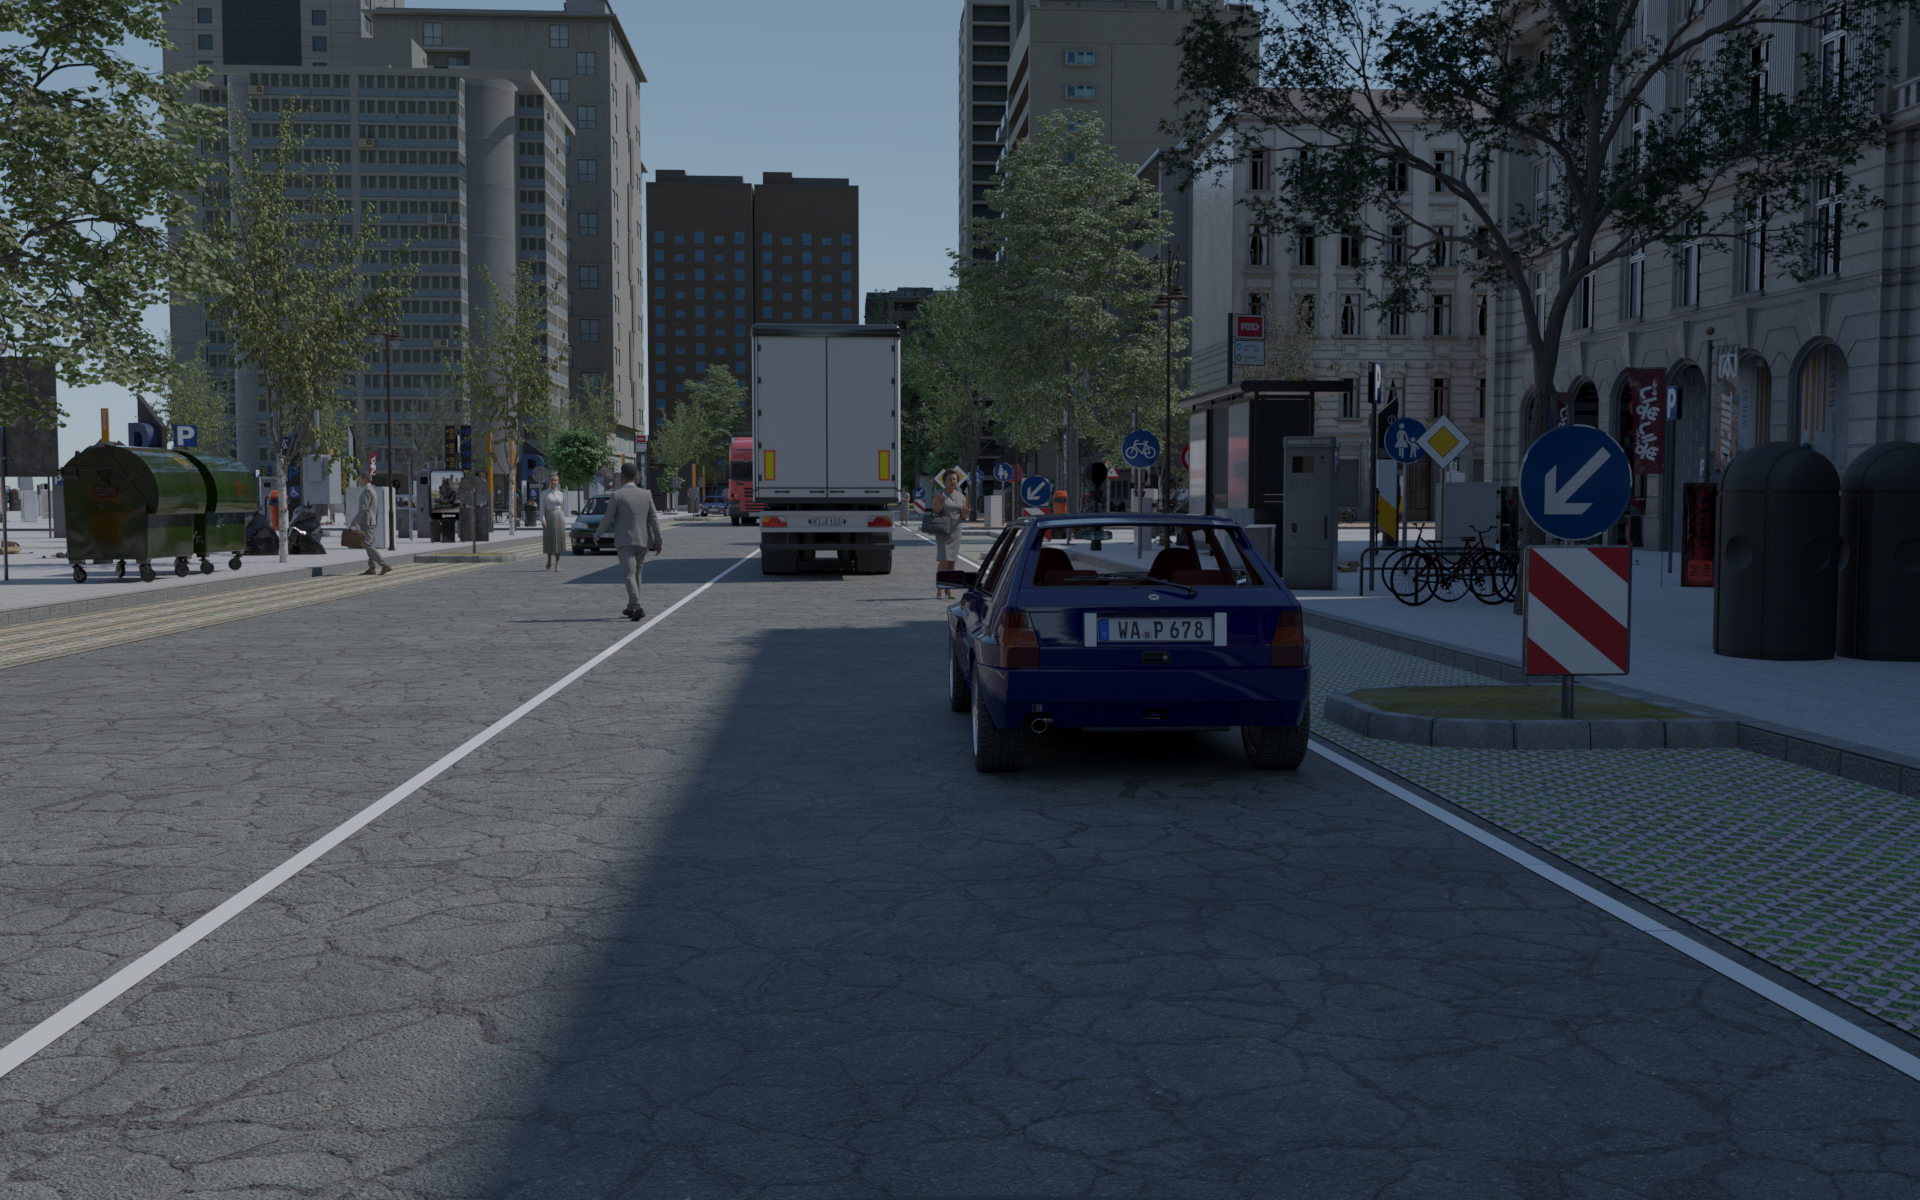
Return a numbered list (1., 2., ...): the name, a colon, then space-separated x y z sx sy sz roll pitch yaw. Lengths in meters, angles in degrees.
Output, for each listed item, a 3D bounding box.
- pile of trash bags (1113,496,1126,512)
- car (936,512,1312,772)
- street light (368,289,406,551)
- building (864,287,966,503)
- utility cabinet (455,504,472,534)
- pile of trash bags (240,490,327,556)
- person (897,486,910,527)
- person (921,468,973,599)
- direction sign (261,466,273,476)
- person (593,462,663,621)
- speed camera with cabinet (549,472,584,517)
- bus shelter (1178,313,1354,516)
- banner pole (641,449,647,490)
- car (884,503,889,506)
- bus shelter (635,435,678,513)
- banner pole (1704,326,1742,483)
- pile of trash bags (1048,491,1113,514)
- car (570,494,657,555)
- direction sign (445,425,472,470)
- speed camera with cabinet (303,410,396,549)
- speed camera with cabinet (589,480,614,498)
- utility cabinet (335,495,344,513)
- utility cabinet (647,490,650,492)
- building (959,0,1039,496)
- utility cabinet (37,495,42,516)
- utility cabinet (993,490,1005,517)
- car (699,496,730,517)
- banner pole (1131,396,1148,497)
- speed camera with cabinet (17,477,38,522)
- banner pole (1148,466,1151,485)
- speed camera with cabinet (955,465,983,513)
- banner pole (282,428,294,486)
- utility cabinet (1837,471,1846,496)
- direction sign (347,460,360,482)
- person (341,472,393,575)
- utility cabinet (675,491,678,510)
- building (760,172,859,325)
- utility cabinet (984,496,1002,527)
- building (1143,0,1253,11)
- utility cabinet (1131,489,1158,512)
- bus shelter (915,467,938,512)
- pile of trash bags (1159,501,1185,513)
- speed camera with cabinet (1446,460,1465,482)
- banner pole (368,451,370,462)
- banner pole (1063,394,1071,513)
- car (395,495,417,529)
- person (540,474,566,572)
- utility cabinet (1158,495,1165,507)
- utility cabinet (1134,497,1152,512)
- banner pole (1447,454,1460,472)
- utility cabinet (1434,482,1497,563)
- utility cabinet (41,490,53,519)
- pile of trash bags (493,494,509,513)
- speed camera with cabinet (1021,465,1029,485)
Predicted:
1. pile of trash bags: 8.146 -5.501 99.688 1.912 1.369 3.447 -2 4 -30
2. car: 0.849 0.139 10.300 1.945 1.354 3.894 0 4 -3
3. street light: -12.892 -4.057 39.116 0.468 5.910 1.993 0 4 -4
4. building: -6.466 -28.952 245.067 14.107 30.474 14.160 0 4 -4
5. utility cabinet: -15.941 -2.757 56.238 1.020 1.237 0.306 0 4 -2
6. pile of trash bags: -14.826 -1.705 37.635 1.912 1.369 3.447 -1 4 -22
7. person: -2.554 -4.115 76.139 0.532 1.782 0.716 -3 5 -42
8. person: -0.186 -0.901 23.587 0.716 1.782 0.532 -2 4 -29
9. direction sign: -55.699 -9.003 139.196 0.876 3.537 0.379 -1 4 -18
10. person: -3.755 -0.671 19.753 0.678 1.792 0.850 -2 4 -35
11. speed camera with cabinet: -22.325 -6.325 97.745 2.038 3.252 0.660 -2 4 -34
12. bus shelter: 5.913 -3.578 36.137 2.179 5.291 8.768 0 4 -4
13. banner pole: -17.601 -6.520 96.614 0.401 3.779 0.863 -3 4 -36
14. car: -4.125 -3.834 74.491 2.131 1.459 4.920 0 4 -3
15. bus shelter: -21.107 -8.728 120.342 2.179 5.291 8.768 0 4 -4
16. banner pole: 11.274 -2.186 25.762 0.401 3.779 0.863 -1 4 -17
17. pile of trash bags: 3.090 -2.404 49.063 1.912 1.369 3.447 1 4 12
18. car: -8.372 -1.981 42.178 2.009 1.686 4.222 0 4 -3
19. direction sign: -16.512 -3.979 57.058 0.876 3.537 0.379 0 4 3
20. speed camera with cabinet: -14.358 -2.837 40.726 2.038 3.252 0.660 1 4 9
21. speed camera with cabinet: -19.459 -6.179 95.367 2.038 3.252 0.660 2 4 29
22. utility cabinet: -42.050 -6.526 117.854 1.020 1.237 0.306 1 4 17
23. utility cabinet: -18.148 -5.466 98.053 1.173 1.500 0.318 0 4 6
24. building: 10.643 -49.555 248.474 20.611 71.187 20.563 0 4 -4
25. utility cabinet: -53.215 -5.422 99.812 1.020 1.237 0.306 2 4 31
26. utility cabinet: 2.409 -5.242 94.381 1.173 1.500 0.318 0 4 4
27. car: -15.516 -5.950 109.859 1.945 1.354 3.894 0 4 -4
28. banner pole: 4.475 -3.331 44.483 0.401 3.779 0.863 0 4 -5
29. speed camera with cabinet: -43.097 -5.242 80.042 0.660 3.252 2.038 -2 4 -34
30. banner pole: 6.523 -4.335 60.892 0.401 3.779 0.863 -1 4 -19
31. speed camera with cabinet: 0.549 -7.619 118.906 2.038 3.252 0.660 2 4 32
32. banner pole: -25.638 -4.657 66.155 0.863 3.779 0.401 0 4 6
33. utility cabinet: 8.161 -0.513 17.062 0.318 1.500 1.173 -1 4 -17
34. direction sign: -40.384 -7.547 115.384 0.876 3.537 0.379 1 4 9
35. person: -10.421 -1.334 30.432 0.853 1.813 0.709 -1 4 -14
36. utility cabinet: -21.873 -7.703 134.627 0.318 1.500 1.173 -2 4 -31
37. building: -21.356 -36.311 243.798 14.200 45.320 14.600 0 4 -4
38. utility cabinet: 1.294 -3.482 68.089 0.306 1.237 1.020 2 4 27
39. building: 31.487 -49.648 249.989 20.611 71.187 20.563 0 4 -4
40. utility cabinet: 7.600 -3.831 71.314 1.173 1.500 0.318 3 5 44
41. bus shelter: -2.068 -7.916 123.356 2.014 3.302 5.546 0 4 -4
42. pile of trash bags: 7.614 -2.684 53.640 3.447 1.369 1.912 -2 4 -35
43. speed camera with cabinet: 20.571 -4.685 70.941 0.660 3.252 2.038 0 4 -8
44. banner pole: -34.439 -6.815 101.444 0.401 3.779 0.863 1 4 12
45. banner pole: 2.681 -3.277 43.591 0.401 3.779 0.863 -1 4 -9
46. car: -19.895 -3.130 63.175 4.499 1.417 2.014 0 4 -3
47. person: -7.577 -1.434 32.178 0.478 1.798 0.641 -1 4 -19
48. utility cabinet: 10.118 -4.740 88.658 0.306 1.237 1.020 -3 4 -38
49. utility cabinet: 4.201 -1.748 39.740 0.306 1.237 1.020 0 4 -2
50. banner pole: 22.511 -5.456 79.220 0.863 3.779 0.401 -1 4 -21
51. utility cabinet: 9.391 -1.437 32.180 1.173 1.500 0.318 -1 4 -22
52. utility cabinet: -46.836 -4.949 89.595 1.173 1.500 0.318 -3 4 -38
53. pile of trash bags: -32.397 -6.832 121.459 1.912 1.369 3.447 -3 4 -37
54. speed camera with cabinet: 4.330 -7.557 117.892 0.660 3.252 2.038 -1 4 -11
